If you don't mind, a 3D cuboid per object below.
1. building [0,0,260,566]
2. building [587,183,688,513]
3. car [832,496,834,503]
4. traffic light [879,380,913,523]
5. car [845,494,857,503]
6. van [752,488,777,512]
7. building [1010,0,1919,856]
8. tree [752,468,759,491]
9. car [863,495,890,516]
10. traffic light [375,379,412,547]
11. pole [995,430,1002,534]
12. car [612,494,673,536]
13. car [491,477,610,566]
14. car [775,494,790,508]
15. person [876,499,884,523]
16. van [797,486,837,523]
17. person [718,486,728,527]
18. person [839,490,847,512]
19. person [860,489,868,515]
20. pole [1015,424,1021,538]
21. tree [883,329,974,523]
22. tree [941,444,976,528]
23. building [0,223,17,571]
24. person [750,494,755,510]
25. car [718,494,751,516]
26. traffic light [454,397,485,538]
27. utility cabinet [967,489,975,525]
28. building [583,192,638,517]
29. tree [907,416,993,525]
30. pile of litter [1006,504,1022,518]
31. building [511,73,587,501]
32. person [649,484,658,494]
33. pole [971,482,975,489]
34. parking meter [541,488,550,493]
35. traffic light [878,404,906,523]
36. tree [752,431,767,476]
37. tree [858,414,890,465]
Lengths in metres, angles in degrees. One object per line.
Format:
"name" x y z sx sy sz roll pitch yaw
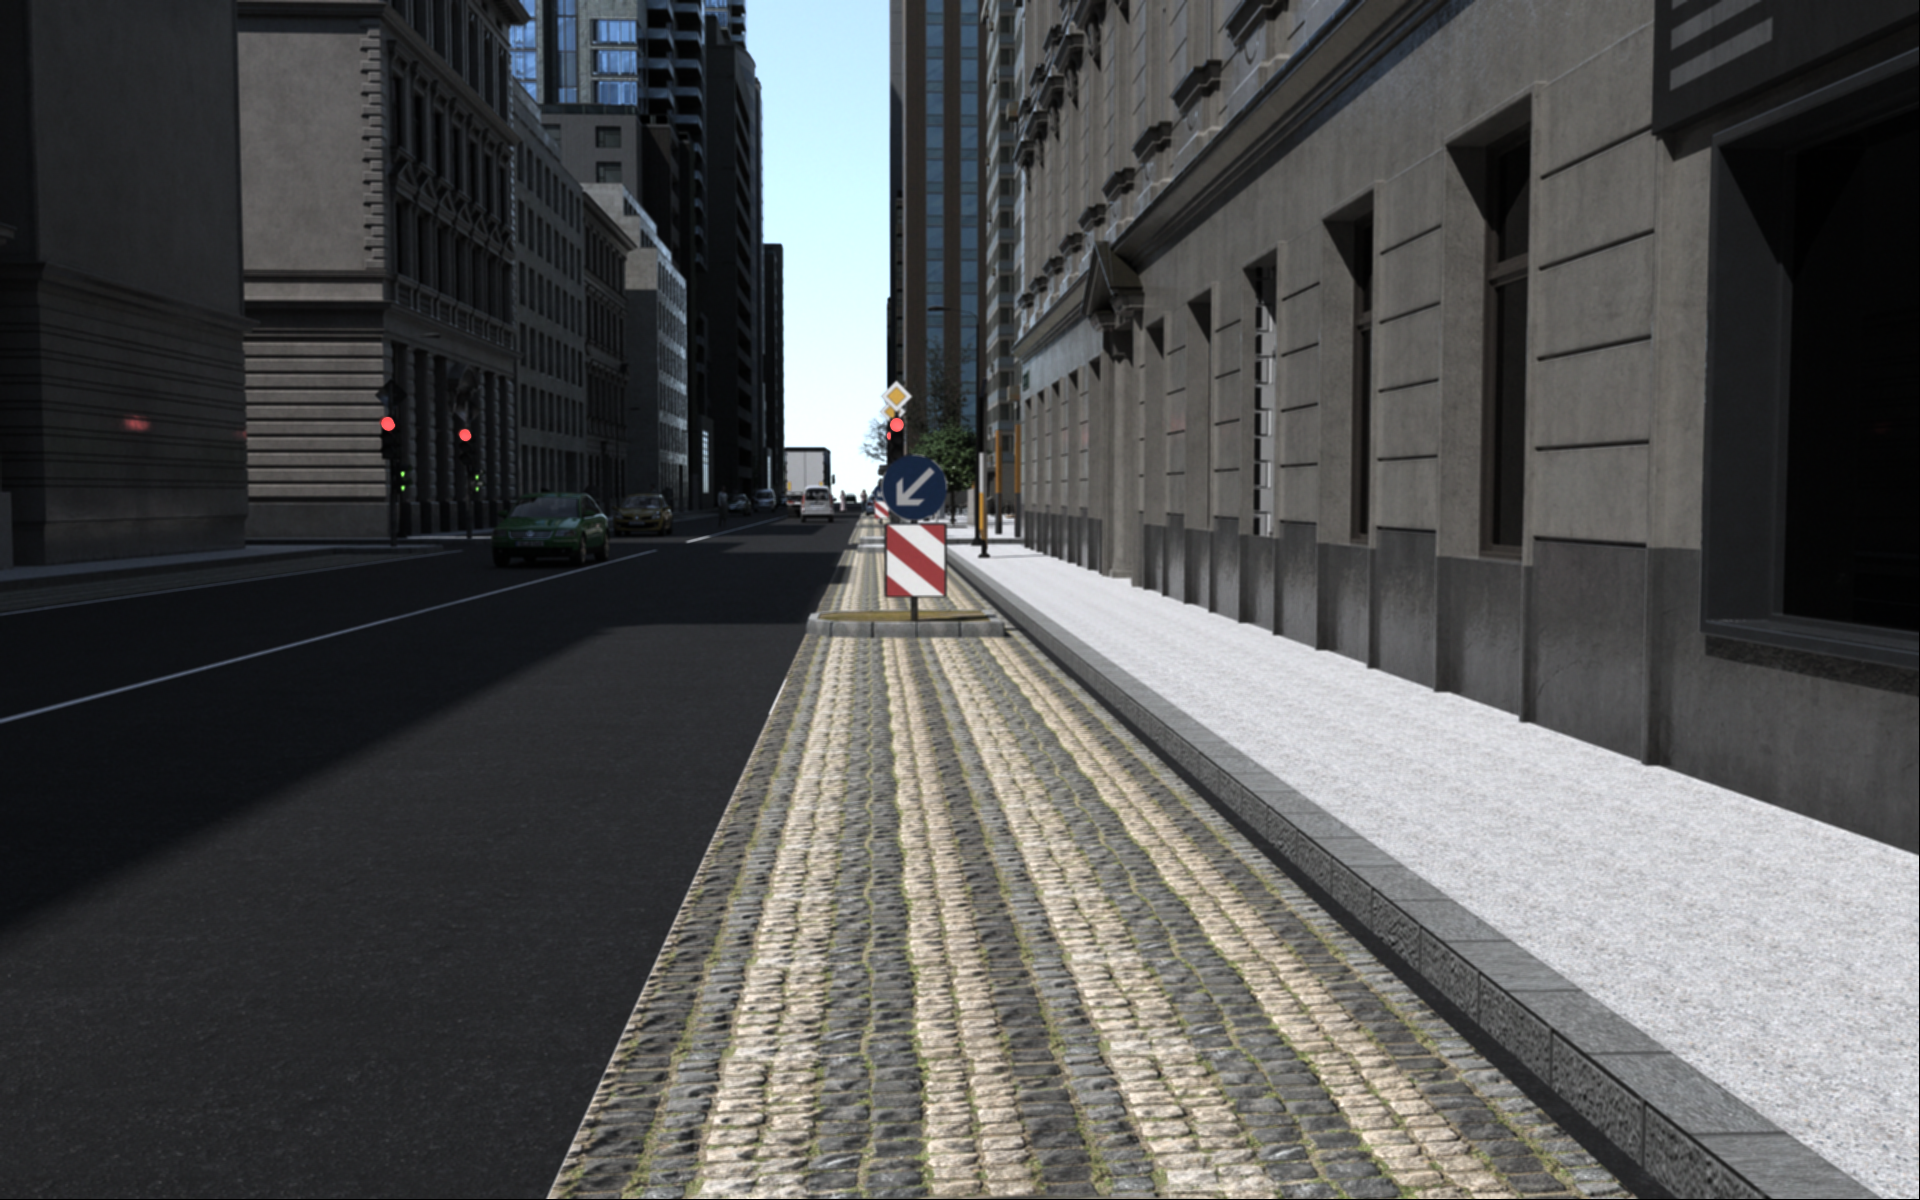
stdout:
"building" -26.280 -12.138 34.612 21.152 22.565 11.583 0 4 -3
"building" -24.261 -15.915 114.968 10.420 20.320 16.860 0 4 -3
"car" -20.588 -15.943 270.254 1.945 1.707 3.694 0 4 -3
"traffic light" -1.585 -3.300 42.873 0.839 4.253 0.868 0 4 -3
"car" -17.015 -15.921 269.101 1.959 1.807 4.718 0 4 -4
"van" -15.521 -7.986 137.580 2.013 2.044 4.112 0 4 -4
"building" 10.467 -14.955 20.935 17.030 29.872 44.131 0 4 -3
"tree" -24.110 -12.955 195.522 4.285 4.588 4.351 0 3 0
"car" -5.014 -5.872 108.013 2.014 1.417 4.499 0 4 -3
"traffic light" -13.829 -3.261 42.232 0.839 4.253 0.868 0 4 -3
"pole" 1.240 -3.764 55.382 0.158 3.312 0.155 0 3 0
"car" -11.025 -3.065 60.330 2.015 1.641 3.980 0 4 -4
"car" -8.403 -1.649 35.751 1.959 1.807 4.718 0 4 -2
"car" -18.039 -10.110 177.095 2.131 1.459 4.920 0 4 -3
"person" -3.823 -4.591 83.903 0.444 1.785 0.601 -3 5 -42
"van" -7.284 -4.970 88.275 2.013 2.044 4.112 0 4 -5
"person" -10.414 -4.107 75.877 0.478 1.798 0.641 -2 4 -25
"person" -9.300 -7.833 137.232 0.621 1.740 0.551 0 4 1
"person" -6.576 -6.791 120.125 0.593 1.750 0.643 -3 5 -42
"pole" 1.701 -3.486 50.845 0.158 3.312 0.155 0 3 0
"tree" -1.179 -7.782 77.604 4.360 8.622 3.978 0 3 0
"tree" -0.335 -4.377 66.163 1.663 3.219 1.824 0 3 0
"building" -21.741 -14.055 17.186 14.401 28.519 23.554 0 4 -3
"person" -18.830 -8.941 157.951 1.065 1.426 0.557 -3 5 -40
"car" -14.669 -6.189 112.991 2.131 1.459 4.920 0 4 -2
"traffic light" -14.238 -3.748 50.207 0.839 4.253 0.868 0 4 -3
"utility cabinet" 0.560 -3.797 70.757 0.318 1.500 1.173 1 4 13
"building" -24.368 -14.136 95.745 10.561 19.102 19.286 0 4 -3
"tree" -0.237 -5.471 73.164 4.285 4.588 4.351 0 3 0
"pile of litter" 3.045 -4.796 92.371 1.176 0.858 1.719 -1 4 -8
"building" -23.470 -13.635 77.691 10.420 20.320 16.860 0 4 -3
"person" -11.750 -3.532 66.366 0.853 1.813 0.709 -2 4 -25
"pole" 0.651 -5.524 84.153 0.158 3.312 0.155 0 3 0
"parking meter" -17.256 -3.896 72.117 0.372 1.533 0.369 0 3 0
"traffic light" -1.993 -3.788 50.848 0.839 4.253 0.868 0 4 -3
"tree" -24.381 -15.322 200.883 4.360 8.622 3.978 0 3 0
"tree" -7.279 -18.404 211.272 12.009 13.543 11.850 0 3 0
